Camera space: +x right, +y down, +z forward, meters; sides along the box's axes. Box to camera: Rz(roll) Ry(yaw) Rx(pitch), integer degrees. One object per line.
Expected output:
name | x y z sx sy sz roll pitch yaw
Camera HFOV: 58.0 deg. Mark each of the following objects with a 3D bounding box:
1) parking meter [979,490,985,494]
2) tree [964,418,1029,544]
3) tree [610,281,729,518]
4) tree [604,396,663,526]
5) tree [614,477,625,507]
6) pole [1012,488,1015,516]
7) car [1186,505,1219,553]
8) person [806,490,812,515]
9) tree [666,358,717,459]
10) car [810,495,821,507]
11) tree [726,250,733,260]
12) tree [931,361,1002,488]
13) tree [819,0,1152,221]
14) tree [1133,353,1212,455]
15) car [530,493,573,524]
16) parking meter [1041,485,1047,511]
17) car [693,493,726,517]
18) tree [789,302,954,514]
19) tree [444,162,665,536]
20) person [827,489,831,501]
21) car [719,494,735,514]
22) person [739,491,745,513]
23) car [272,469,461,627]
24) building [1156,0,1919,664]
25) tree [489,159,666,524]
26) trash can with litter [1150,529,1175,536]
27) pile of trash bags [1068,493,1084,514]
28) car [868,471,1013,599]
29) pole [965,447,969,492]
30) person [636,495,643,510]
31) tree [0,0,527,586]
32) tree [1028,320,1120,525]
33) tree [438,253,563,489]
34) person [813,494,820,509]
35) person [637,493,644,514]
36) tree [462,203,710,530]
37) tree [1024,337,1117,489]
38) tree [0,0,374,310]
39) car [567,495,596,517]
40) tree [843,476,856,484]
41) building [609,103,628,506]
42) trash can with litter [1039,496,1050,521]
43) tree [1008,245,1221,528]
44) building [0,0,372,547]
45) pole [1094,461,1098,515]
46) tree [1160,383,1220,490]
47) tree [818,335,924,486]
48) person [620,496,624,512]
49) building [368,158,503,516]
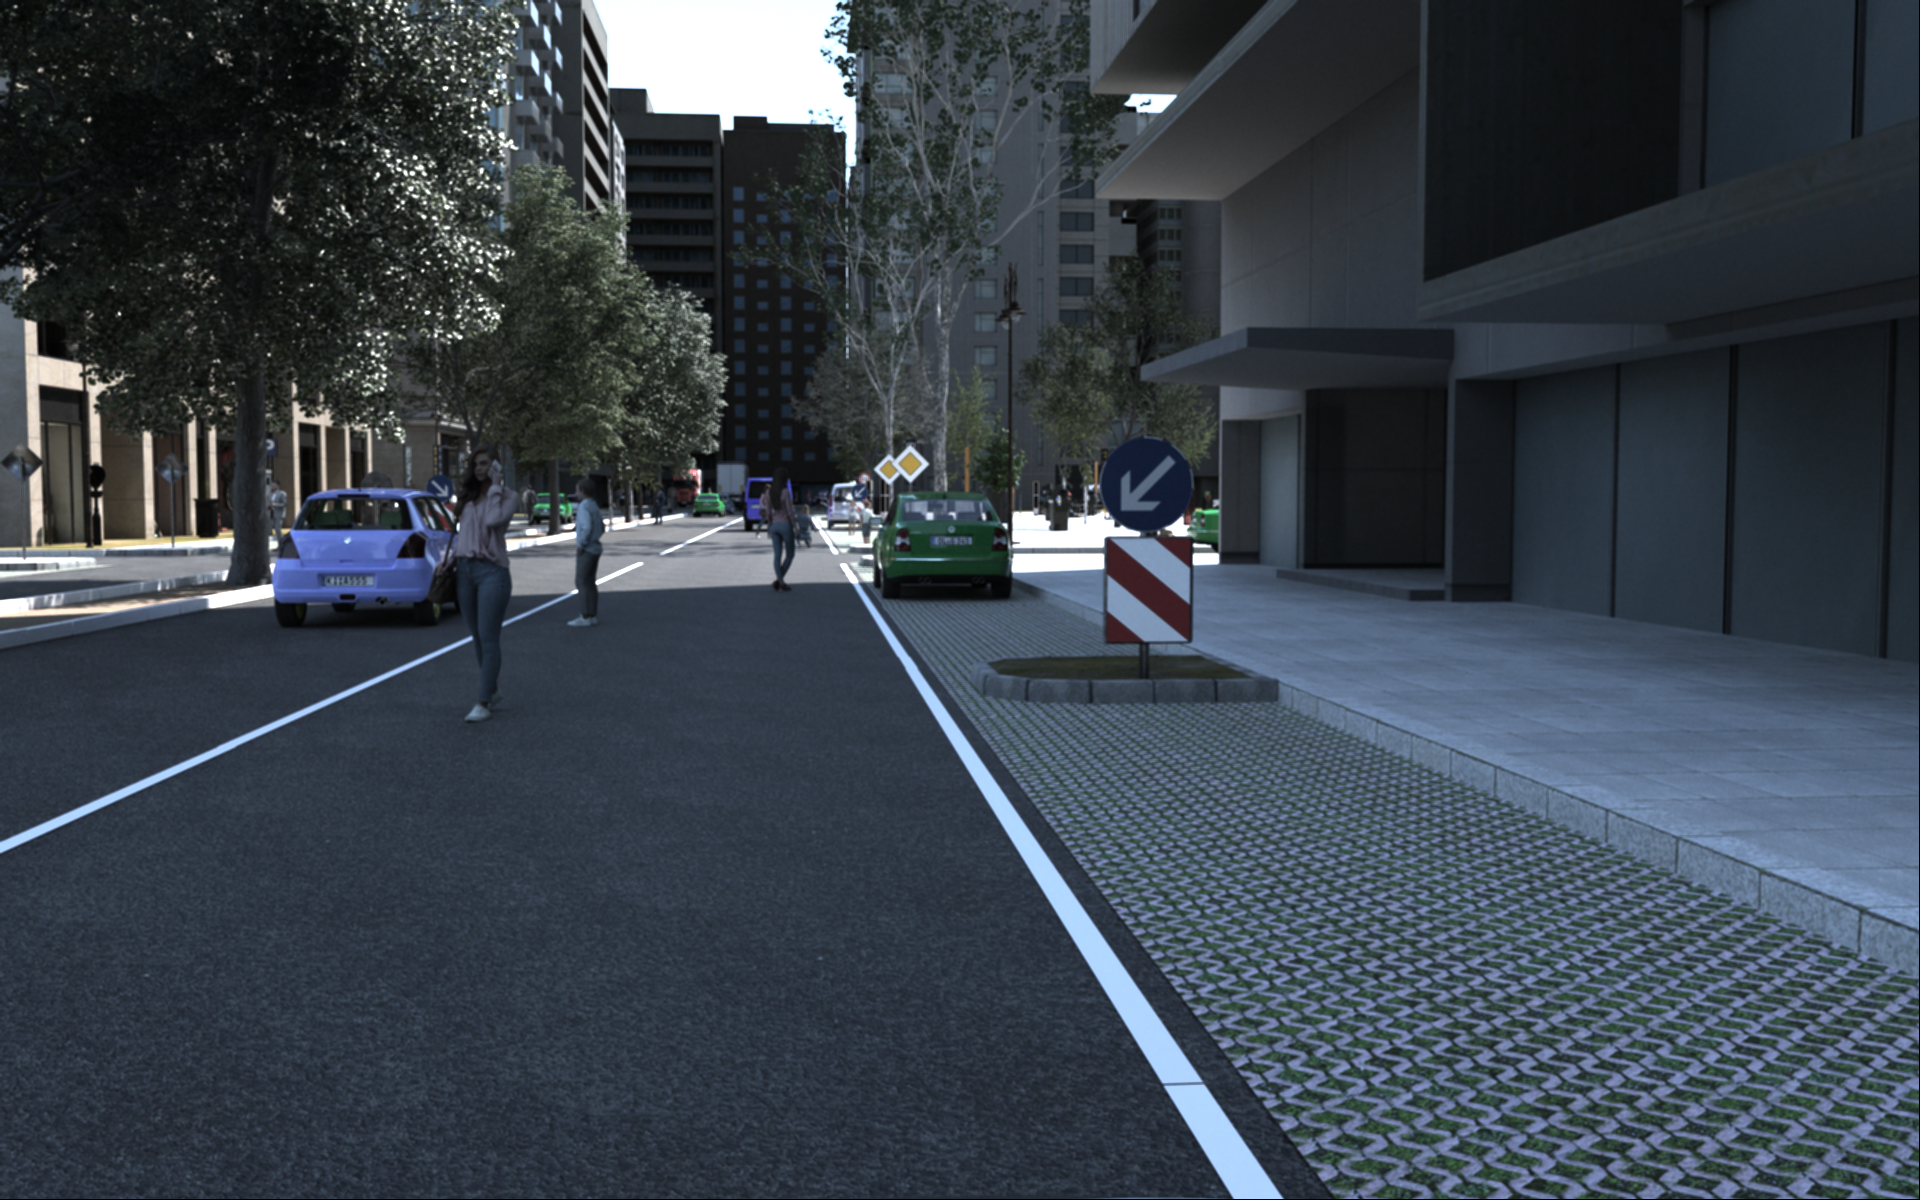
parking meter | 1.458 -6.543 115.384 0.372 1.533 0.369 0 3 0
tree | 0.916 -3.050 44.464 1.663 3.219 1.824 0 3 0
tree | -18.308 -11.928 104.141 9.857 13.997 8.962 0 3 0
tree | -15.529 -7.587 76.859 4.737 8.622 4.395 0 3 0
tree | -34.695 -11.102 176.116 1.663 3.219 1.824 0 3 0
pole | 3.172 -6.685 103.149 0.158 3.312 0.155 0 3 0
car | 7.714 -1.951 40.700 4.718 1.807 1.959 0 4 -4
person | -10.472 -6.842 121.083 0.721 1.743 1.217 0 4 2
tree | -15.929 -8.941 83.047 8.767 10.594 7.601 0 4 -5
car | -14.573 -10.031 176.582 1.945 1.354 3.894 0 4 -4
tree | -4.824 -14.103 86.478 12.611 20.169 13.585 0 3 0
tree | 0.383 -8.929 96.358 4.737 8.622 4.395 0 3 0
tree | -0.018 -12.065 53.155 12.611 20.169 13.585 0 3 0
tree | 10.564 -8.328 86.522 4.360 8.622 3.978 0 3 0
car | -19.823 -4.591 83.864 1.959 1.807 4.718 0 4 -7
parking meter | 5.331 -6.366 109.794 0.399 1.863 0.255 0 4 -4
car | -15.621 -6.063 107.920 1.959 1.807 4.718 0 4 -4
tree | -5.798 -12.263 110.866 12.009 13.543 11.850 0 3 0
tree | -14.062 -8.494 59.456 7.486 12.596 7.792 0 3 0
person | -10.556 -8.044 140.028 0.705 1.823 1.348 -1 4 -21
car | -16.968 -6.779 122.831 2.014 1.417 4.499 0 4 -4
person | -16.706 -7.533 133.135 0.593 1.643 0.415 -1 4 -13
car | -6.675 -0.641 20.074 1.945 1.707 3.694 0 4 -7
building | 16.936 -26.297 19.202 28.713 52.752 27.495 0 4 -5
tree | -12.484 -6.615 45.018 8.767 10.594 7.601 0 4 -5
trash can with litter | 5.647 -2.317 49.264 1.055 1.170 0.624 3 5 39
pile of trash bags | 7.544 -6.452 115.235 1.912 1.369 3.447 -1 4 -13
car | -0.320 -0.994 25.044 1.959 1.807 4.718 0 4 -5
pole | 0.308 -4.979 75.246 0.158 3.312 0.155 0 3 0
person | -28.613 -8.924 154.280 0.709 1.838 0.599 1 4 16
tree | -11.207 -7.208 26.959 9.857 13.997 8.962 0 3 0
tree | 5.058 -7.471 72.511 4.737 8.622 4.395 0 3 0
tree | -13.712 -6.035 51.491 4.360 8.622 3.978 0 3 0
person | -12.463 -8.496 150.640 0.697 1.427 0.421 2 4 35
person | -23.418 -7.257 126.776 0.705 1.869 1.348 -2 4 -24
tree | -14.835 -9.088 68.050 9.611 12.733 9.660 0 3 0
tree | 4.931 -7.825 78.306 4.360 8.622 3.978 0 3 0
tree | -10.000 -4.941 17.658 8.767 10.594 7.601 0 4 -5
car | -21.224 -5.164 96.428 2.014 1.417 4.499 0 4 -6
tree | -10.364 -10.017 158.385 1.663 3.219 1.824 0 3 0
building | -42.532 -30.518 182.561 14.086 41.232 14.154 0 4 -5
trash can with litter | 4.446 -4.315 81.932 0.624 1.170 1.055 -3 5 -41
tree | 6.039 -8.033 65.750 8.767 10.594 7.601 0 4 -5
building | -33.617 -15.449 57.101 19.350 26.468 34.151 0 4 -5
pole | 8.504 -7.002 108.326 0.158 3.312 0.155 0 3 0
tree | 14.508 -9.887 112.022 4.737 8.622 4.395 0 3 0
tree | -6.365 -12.511 122.680 7.486 12.596 7.792 0 3 0
person | -26.362 -7.596 135.887 0.628 1.438 0.799 0 4 1
building | -32.898 -14.914 94.752 10.553 20.767 40.483 0 4 -5
